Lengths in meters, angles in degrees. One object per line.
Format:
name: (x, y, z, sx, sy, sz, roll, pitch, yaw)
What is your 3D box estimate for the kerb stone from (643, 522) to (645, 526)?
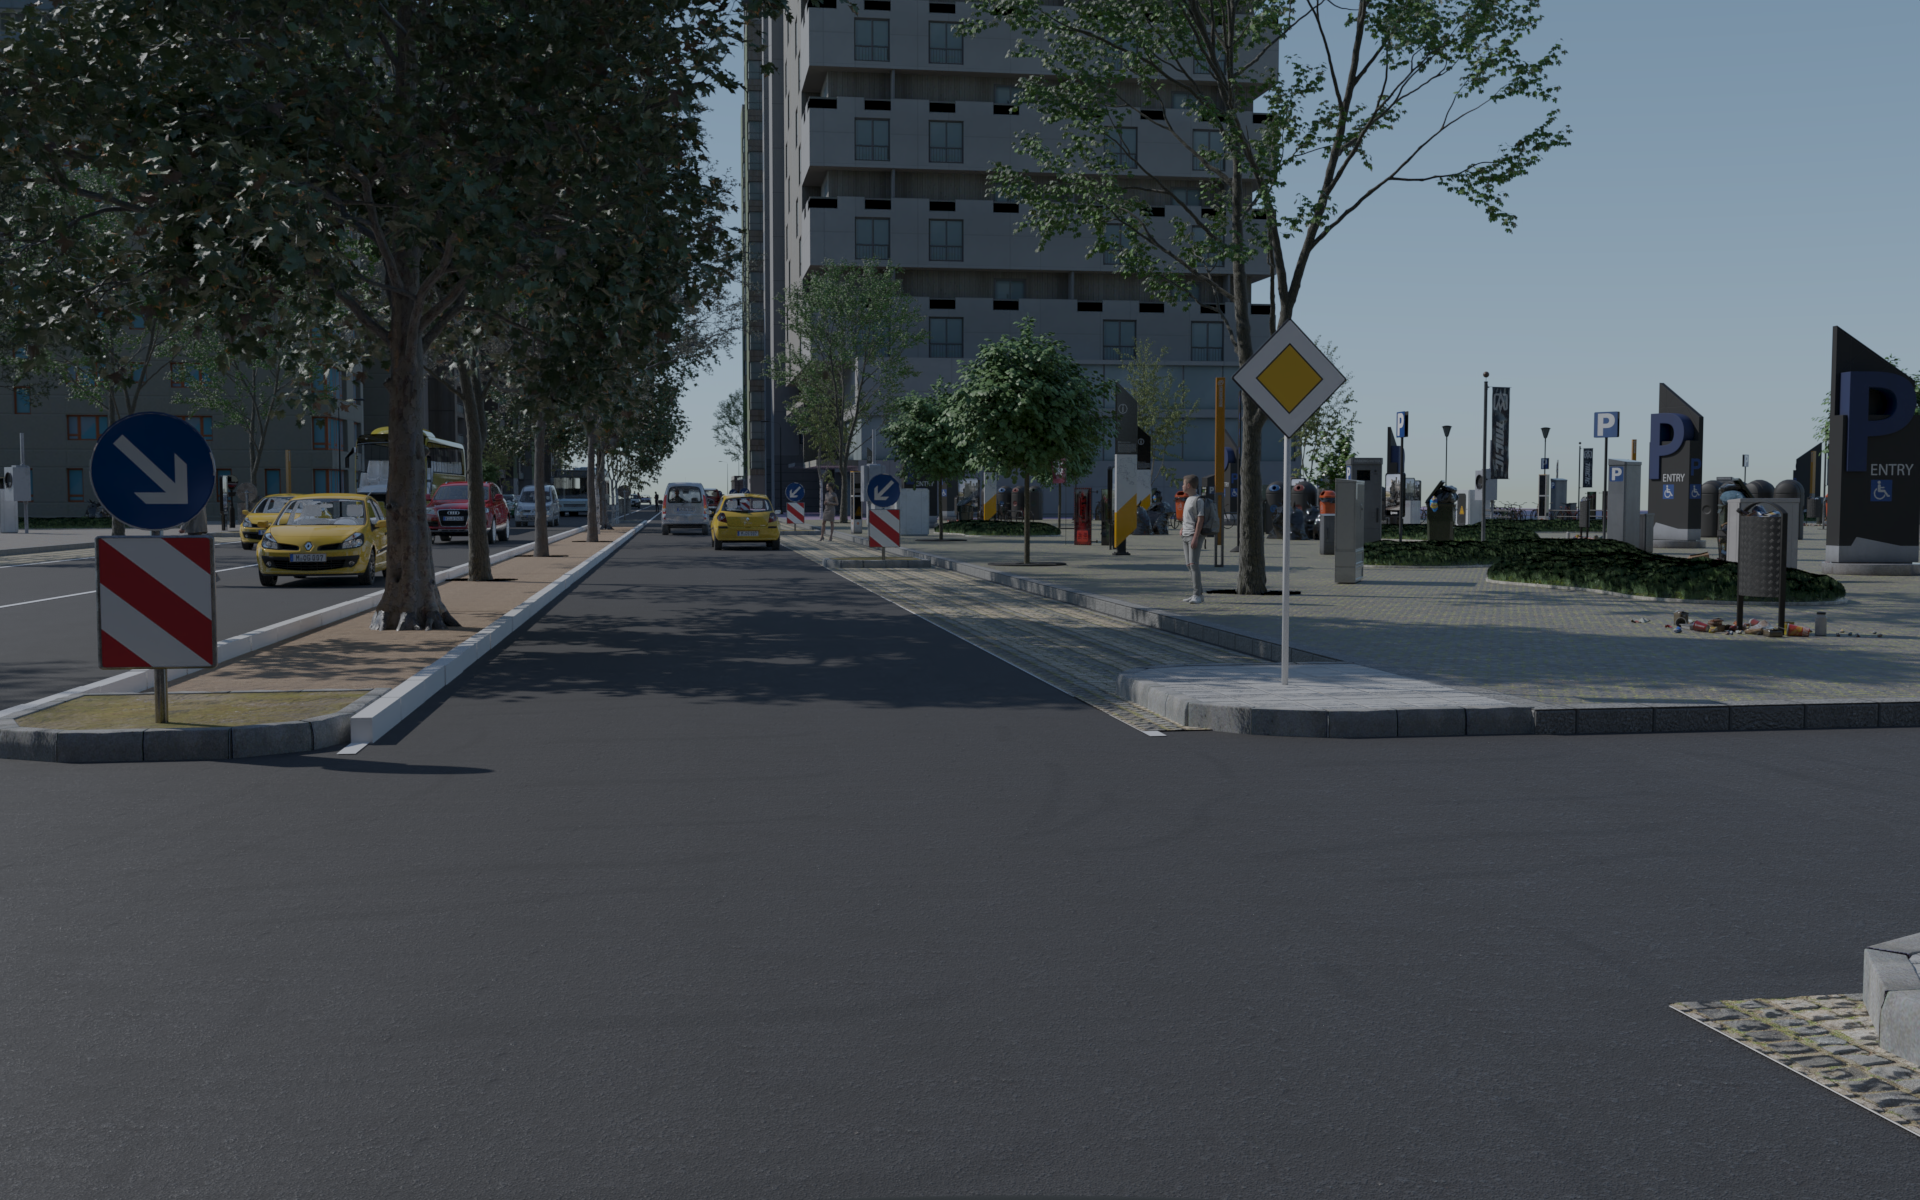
kerb stone: (-13.499, -3.119, 73.195, 0.120, 0.150, 1.000, -1, 4, -9)

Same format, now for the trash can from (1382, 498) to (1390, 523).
trash can: (15.915, -3.229, 64.441, 0.748, 1.137, 0.748, 0, 3, 0)

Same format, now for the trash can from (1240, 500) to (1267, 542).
trash can: (7.511, -2.006, 44.446, 0.748, 1.137, 0.748, 0, 3, 0)

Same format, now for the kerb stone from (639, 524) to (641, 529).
kerb stone: (-12.535, -2.749, 67.133, 0.120, 0.150, 1.000, -1, 4, -9)

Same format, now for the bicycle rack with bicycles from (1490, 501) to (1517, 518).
bicycle rack with bicycles: (26.575, -4.532, 87.478, 2.925, 0.926, 2.852, 1, 4, 20)

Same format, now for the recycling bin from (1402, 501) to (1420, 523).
recycling bin: (17.158, -3.292, 66.380, 0.722, 1.027, 0.722, 3, 5, 43)

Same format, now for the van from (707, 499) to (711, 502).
van: (-12.148, -4.313, 77.524, 2.013, 2.044, 4.112, 0, 4, -8)

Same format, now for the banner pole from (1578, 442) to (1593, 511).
banner pole: (29.887, -5.683, 82.937, 0.863, 3.779, 0.401, 3, 4, 37)

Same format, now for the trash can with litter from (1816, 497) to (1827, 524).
trash can with litter: (36.673, -3.784, 73.250, 0.624, 1.170, 1.055, -1, 4, -9)

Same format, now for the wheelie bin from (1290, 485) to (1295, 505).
wheelie bin: (14.690, -4.102, 74.973, 0.980, 1.594, 0.693, -1, 4, -14)

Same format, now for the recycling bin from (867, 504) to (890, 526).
recycling bin: (-3.310, -3.522, 70.144, 0.722, 1.027, 0.722, -2, 4, -35)

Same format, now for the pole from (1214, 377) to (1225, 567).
pole: (4.556, -2.235, 30.389, 0.158, 3.312, 0.155, 0, 3, 0)

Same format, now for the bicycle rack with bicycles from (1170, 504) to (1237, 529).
bicycle rack with bicycles: (8.976, -3.099, 64.043, 2.925, 0.926, 2.852, -2, 4, -31)

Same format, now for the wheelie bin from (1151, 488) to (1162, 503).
wheelie bin: (9.997, -4.957, 88.955, 0.693, 1.594, 0.980, -1, 4, -13)

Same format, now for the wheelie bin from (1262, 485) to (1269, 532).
wheelie bin: (10.381, -3.061, 57.961, 0.980, 1.594, 0.693, 2, 4, 29)

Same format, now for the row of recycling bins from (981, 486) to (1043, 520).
row of recycling bins: (2.593, -4.854, 86.472, 3.534, 1.692, 1.069, 2, 4, 34)

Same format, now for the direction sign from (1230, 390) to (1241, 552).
direction sign: (6.152, -2.823, 38.161, 0.379, 3.537, 0.876, 0, 4, 7)

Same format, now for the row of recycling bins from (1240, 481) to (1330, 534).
row of recycling bins: (10.525, -2.947, 55.300, 3.534, 1.692, 1.069, 2, 4, 30)

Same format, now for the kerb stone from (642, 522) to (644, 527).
kerb stone: (-13.341, -3.057, 72.186, 0.120, 0.150, 1.000, -1, 4, -9)

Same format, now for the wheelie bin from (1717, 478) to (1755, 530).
wheelie bin: (15.240, -1.595, 33.986, 0.693, 1.594, 0.980, 1, 4, 15)

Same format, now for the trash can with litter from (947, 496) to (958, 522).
trash can with litter: (-0.032, -4.150, 78.909, 1.678, 1.210, 2.233, 0, 4, -2)

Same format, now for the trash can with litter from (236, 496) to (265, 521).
trash can with litter: (-32.946, -4.286, 81.134, 2.233, 1.210, 1.678, 1, 4, 21)

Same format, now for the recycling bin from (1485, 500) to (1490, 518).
recycling bin: (24.761, -4.274, 82.431, 0.722, 1.027, 0.722, 0, 4, -5)

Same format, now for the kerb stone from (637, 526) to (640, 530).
kerb stone: (-12.213, -2.624, 65.104, 0.120, 0.150, 1.000, -1, 4, -9)

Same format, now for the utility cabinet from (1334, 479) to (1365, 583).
utility cabinet: (5.676, -1.009, 25.172, 0.318, 1.500, 1.173, 1, 4, 18)

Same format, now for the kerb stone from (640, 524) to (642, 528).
kerb stone: (-12.694, -2.810, 68.143, 0.120, 0.150, 1.000, -1, 4, -9)

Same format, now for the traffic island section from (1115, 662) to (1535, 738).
traffic island section: (2.230, 0.650, 11.646, 2.009, 0.180, 2.903, -1, 4, -9)

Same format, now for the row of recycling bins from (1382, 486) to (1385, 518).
row of recycling bins: (20.712, -4.876, 86.842, 1.069, 1.692, 3.534, 0, 4, 3)

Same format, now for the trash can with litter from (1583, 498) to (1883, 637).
trash can with litter: (7.339, -0.322, 16.319, 1.678, 1.210, 2.233, -1, 4, -19)

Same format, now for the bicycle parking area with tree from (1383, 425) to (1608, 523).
bicycle parking area with tree: (22.706, -5.296, 73.598, 8.231, 4.147, 9.016, -1, 4, -9)

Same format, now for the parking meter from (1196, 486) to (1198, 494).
parking meter: (9.926, -4.149, 73.545, 0.399, 1.863, 0.255, -2, 4, -31)

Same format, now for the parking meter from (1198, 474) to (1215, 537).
parking meter: (7.377, -2.796, 51.428, 0.399, 1.863, 0.255, -2, 4, -32)

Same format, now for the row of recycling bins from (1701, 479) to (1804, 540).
row of recycling bins: (22.742, -2.619, 49.931, 1.069, 1.692, 3.534, -1, 4, -23)

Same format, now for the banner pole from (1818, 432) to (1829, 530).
banner pole: (31.247, -4.425, 62.361, 0.401, 3.779, 0.863, 0, 4, 3)

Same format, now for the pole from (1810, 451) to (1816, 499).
pole: (40.439, -5.401, 82.149, 0.158, 3.312, 0.155, 0, 3, 0)

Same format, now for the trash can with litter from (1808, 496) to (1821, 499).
trash can with litter: (34.024, -3.596, 69.849, 2.233, 1.210, 1.678, 3, 4, 36)

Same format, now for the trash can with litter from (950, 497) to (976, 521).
trash can with litter: (0.024, -3.256, 64.630, 1.055, 1.170, 0.624, -3, 4, -39)

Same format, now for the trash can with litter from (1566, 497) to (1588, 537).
trash can with litter: (17.728, -2.326, 49.080, 1.678, 1.210, 2.233, 0, 4, 1)

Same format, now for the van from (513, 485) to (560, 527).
van: (-18.867, -4.300, 77.318, 2.013, 2.044, 4.112, 0, 4, -8)

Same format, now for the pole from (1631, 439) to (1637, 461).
pole: (25.069, -4.321, 64.495, 0.158, 3.312, 0.155, 0, 3, 0)

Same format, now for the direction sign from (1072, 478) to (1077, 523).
direction sign: (5.108, -5.159, 76.349, 0.379, 3.537, 0.876, 1, 4, 13)

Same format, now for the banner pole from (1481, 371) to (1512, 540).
banner pole: (10.947, -2.784, 35.537, 0.863, 3.779, 0.401, -2, 4, -23)

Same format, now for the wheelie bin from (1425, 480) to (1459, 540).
wheelie bin: (10.870, -1.906, 39.070, 0.693, 1.594, 0.980, 1, 4, 21)

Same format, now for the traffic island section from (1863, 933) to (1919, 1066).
traffic island section: (3.486, 1.133, 3.760, 2.009, 0.180, 2.903, -1, 4, -9)

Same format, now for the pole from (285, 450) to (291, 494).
pole: (-31.046, -5.276, 80.099, 0.158, 3.312, 0.155, 0, 3, 0)

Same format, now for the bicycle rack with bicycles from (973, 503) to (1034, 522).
bicycle rack with bicycles: (1.435, -3.439, 69.607, 2.852, 0.926, 2.925, -1, 4, -17)

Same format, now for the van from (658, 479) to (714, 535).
van: (-9.835, -3.370, 62.106, 2.013, 2.044, 4.112, 0, 4, -8)

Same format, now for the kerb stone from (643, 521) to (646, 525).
kerb stone: (-13.657, -3.178, 74.216, 0.120, 0.150, 1.000, -1, 4, -9)
